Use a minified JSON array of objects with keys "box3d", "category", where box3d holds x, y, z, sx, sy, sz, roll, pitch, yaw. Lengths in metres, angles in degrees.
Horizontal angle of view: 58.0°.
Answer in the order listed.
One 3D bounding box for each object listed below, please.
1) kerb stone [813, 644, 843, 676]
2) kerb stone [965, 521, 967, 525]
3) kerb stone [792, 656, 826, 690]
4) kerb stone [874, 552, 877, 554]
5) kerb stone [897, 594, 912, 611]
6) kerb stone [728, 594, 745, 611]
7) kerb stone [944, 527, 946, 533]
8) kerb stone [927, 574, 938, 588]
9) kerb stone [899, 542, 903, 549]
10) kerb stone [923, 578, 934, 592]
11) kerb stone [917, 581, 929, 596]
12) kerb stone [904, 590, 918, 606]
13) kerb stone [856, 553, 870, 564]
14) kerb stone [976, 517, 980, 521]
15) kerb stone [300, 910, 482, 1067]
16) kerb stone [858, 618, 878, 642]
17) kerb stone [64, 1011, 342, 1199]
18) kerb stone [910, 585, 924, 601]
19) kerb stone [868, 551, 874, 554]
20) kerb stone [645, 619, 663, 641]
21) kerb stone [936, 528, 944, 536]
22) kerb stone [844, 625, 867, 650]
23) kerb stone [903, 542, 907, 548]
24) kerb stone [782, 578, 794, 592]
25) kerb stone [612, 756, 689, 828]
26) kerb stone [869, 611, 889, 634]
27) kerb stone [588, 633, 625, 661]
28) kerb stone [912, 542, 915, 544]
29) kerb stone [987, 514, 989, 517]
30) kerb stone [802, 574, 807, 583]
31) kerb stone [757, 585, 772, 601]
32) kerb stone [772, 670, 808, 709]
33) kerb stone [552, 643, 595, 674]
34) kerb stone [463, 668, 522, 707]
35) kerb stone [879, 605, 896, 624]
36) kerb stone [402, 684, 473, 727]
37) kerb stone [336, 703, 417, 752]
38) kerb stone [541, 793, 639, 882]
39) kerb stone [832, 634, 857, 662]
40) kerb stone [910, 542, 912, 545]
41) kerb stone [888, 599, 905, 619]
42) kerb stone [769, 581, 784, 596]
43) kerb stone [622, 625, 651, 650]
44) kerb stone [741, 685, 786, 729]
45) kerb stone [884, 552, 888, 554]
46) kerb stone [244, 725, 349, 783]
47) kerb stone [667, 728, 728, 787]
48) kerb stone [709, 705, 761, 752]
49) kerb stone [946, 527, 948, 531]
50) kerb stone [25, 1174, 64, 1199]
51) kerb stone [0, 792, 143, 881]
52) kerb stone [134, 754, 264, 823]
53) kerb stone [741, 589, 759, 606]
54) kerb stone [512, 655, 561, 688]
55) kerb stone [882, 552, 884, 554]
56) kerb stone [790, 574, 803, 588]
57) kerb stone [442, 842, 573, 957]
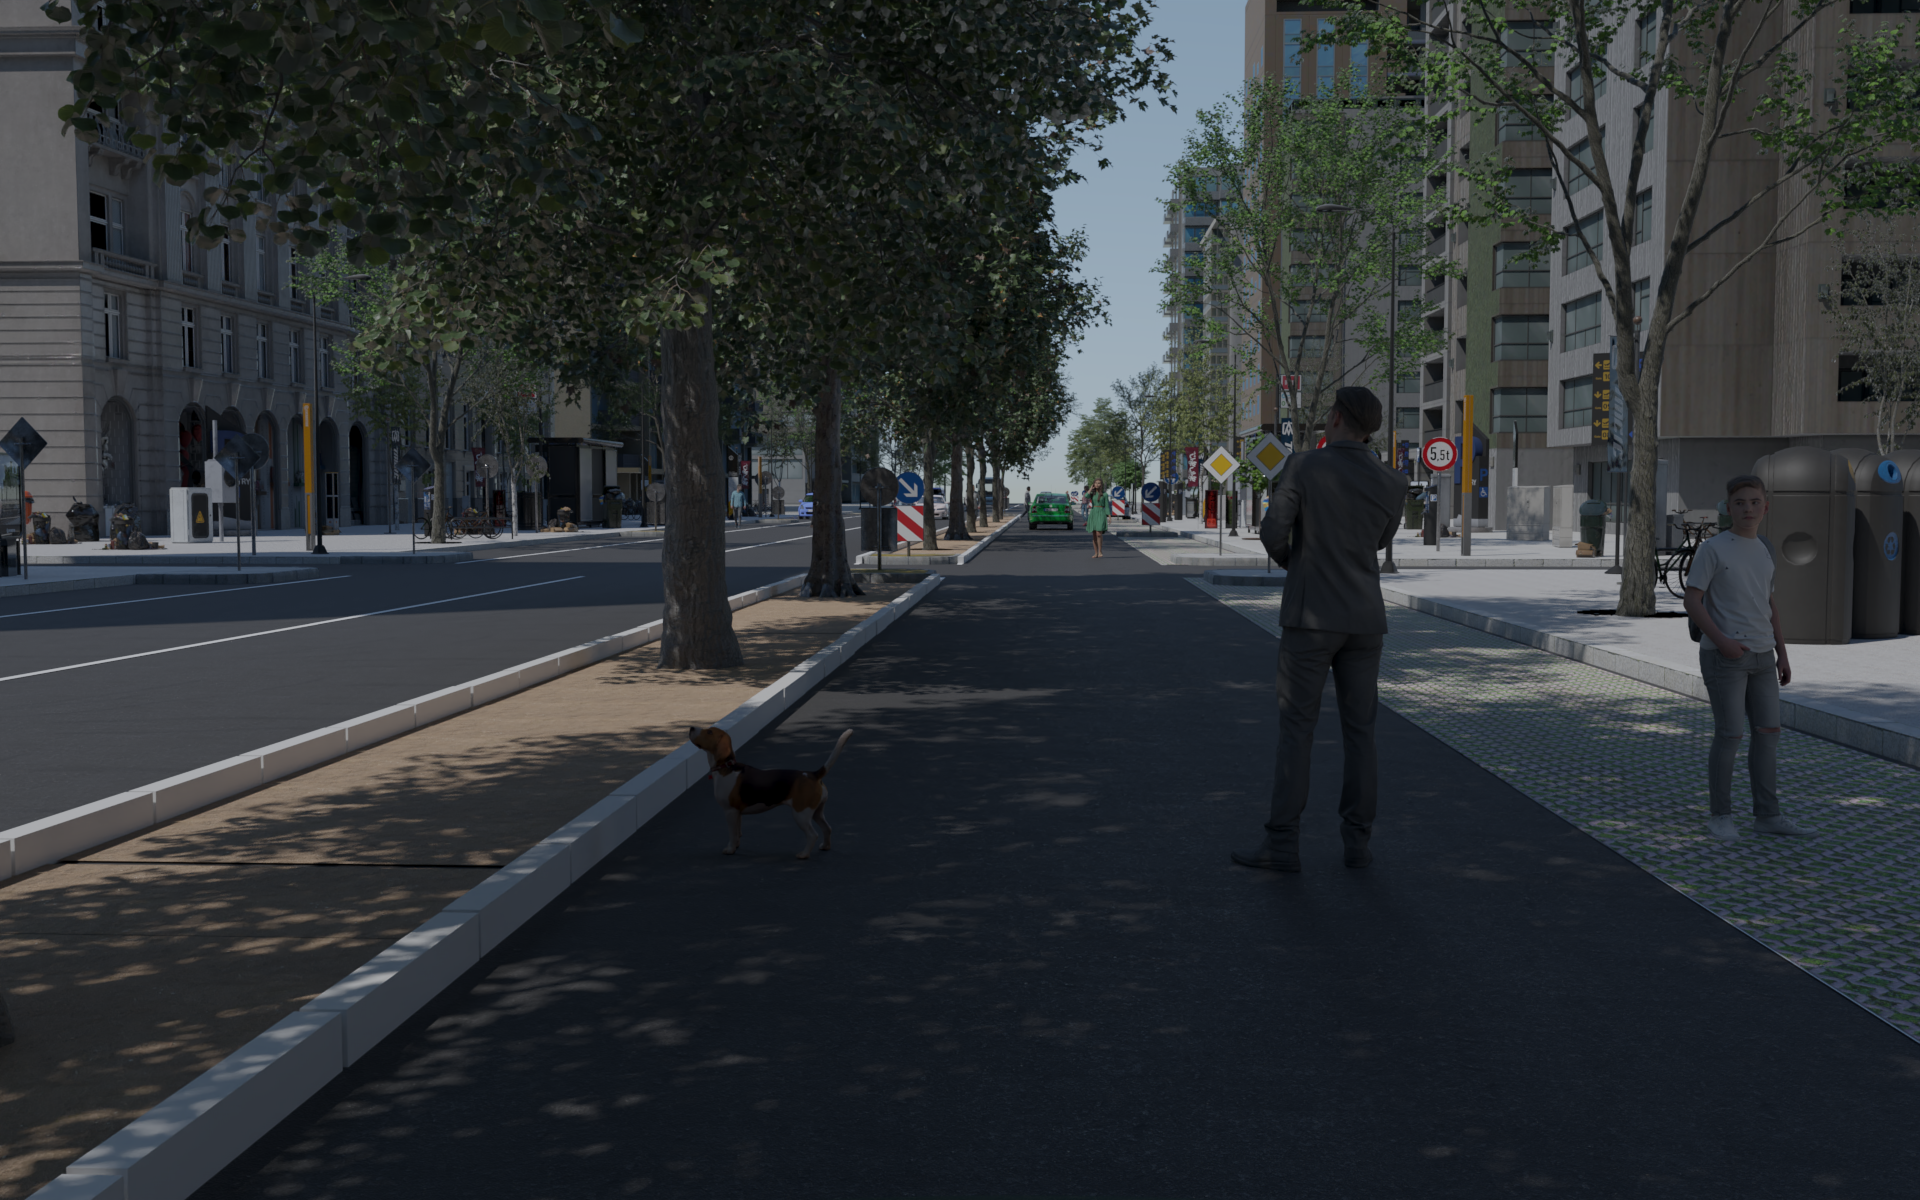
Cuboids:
[{"box3d":[-1.090,0.498,14.049,0.120,0.150,1.000,0,4,3],"category":"kerb stone"},{"box3d":[0.427,-3.798,84.289,0.120,0.150,1.000,0,4,3],"category":"kerb stone"},{"box3d":[-1.148,0.561,13.020,0.120,0.150,1.000,0,4,3],"category":"kerb stone"},{"box3d":[-1.951,-0.980,38.225,0.120,0.150,1.000,0,4,3],"category":"kerb stone"},{"box3d":[-0.722,0.061,21.202,0.120,0.150,1.000,0,4,3],"category":"kerb stone"},{"box3d":[-2.831,0.057,21.309,0.120,0.150,1.000,0,4,3],"category":"kerb stone"},{"box3d":[-0.687,-2.477,62.780,0.120,0.150,1.000,0,4,3],"category":"kerb stone"},{"box3d":[-0.462,-0.252,26.321,0.120,0.150,1.000,0,4,3],"category":"kerb stone"},{"box3d":[-1.633,-1.355,44.353,0.120,0.150,1.000,0,4,3],"category":"kerb stone"},{"box3d":[-0.513,-0.182,25.301,0.120,0.150,1.000,0,4,3],"category":"kerb stone"},{"box3d":[-0.570,-0.127,24.274,0.120,0.150,1.000,0,4,3],"category":"kerb stone"},{"box3d":[-0.667,0.001,22.223,0.120,0.150,1.000,0,4,3],"category":"kerb stone"},{"box3d":[-2.055,-0.855,36.182,0.120,0.150,1.000,0,4,3],"category":"kerb stone"},{"box3d":[1.113,-4.607,97.595,0.120,0.150,1.000,0,4,3],"category":"kerb stone"},{"box3d":[-1.564,1.065,4.825,0.120,0.150,1.000,0,4,3],"category":"kerb stone"},{"box3d":[-0.940,0.311,17.113,0.120,0.150,1.000,0,4,3],"category":"kerb stone"},{"box3d":[-1.620,1.127,3.804,0.120,0.150,1.000,0,4,3],"category":"kerb stone"},{"box3d":[-0.613,-0.065,23.252,0.120,0.150,1.000,0,4,3],"category":"kerb stone"},{"box3d":[-2.002,-0.918,37.205,0.120,0.150,1.000,0,4,3],"category":"kerb stone"},{"box3d":[-3.029,0.305,17.202,0.120,0.150,1.000,0,4,3],"category":"kerb stone"},{"box3d":[-0.737,-2.420,61.758,0.120,0.150,1.000,0,4,3],"category":"kerb stone"},{"box3d":[-0.997,0.373,16.092,0.120,0.150,1.000,0,4,3],"category":"kerb stone"},{"box3d":[-1.521,-1.480,46.396,0.120,0.150,1.000,0,4,3],"category":"kerb stone"},{"box3d":[-2.605,-0.192,25.406,0.120,0.150,1.000,0,4,3],"category":"kerb stone"},{"box3d":[-1.413,0.875,7.892,0.120,0.150,1.000,0,4,3],"category":"kerb stone"},{"box3d":[-0.877,0.248,18.133,0.120,0.150,1.000,0,4,3],"category":"kerb stone"},{"box3d":[-3.141,0.431,15.155,0.120,0.150,1.000,0,4,3],"category":"kerb stone"},{"box3d":[-1.423,-1.593,48.438,0.120,0.150,1.000,0,4,3],"category":"kerb stone"},{"box3d":[1.740,-5.358,109.878,0.120,0.150,1.000,0,4,3],"category":"kerb stone"},{"box3d":[-2.498,-0.319,27.449,0.120,0.150,1.000,0,4,3],"category":"kerb stone"},{"box3d":[-2.708,-0.070,23.356,0.120,0.150,1.000,0,4,3],"category":"kerb stone"},{"box3d":[-1.196,0.628,11.989,0.120,0.150,1.000,0,4,3],"category":"kerb stone"},{"box3d":[-3.189,0.493,14.134,0.120,0.150,1.000,0,4,3],"category":"kerb stone"},{"box3d":[-3.287,0.620,12.081,0.120,0.150,1.000,0,4,3],"category":"kerb stone"},{"box3d":[-0.835,0.187,19.155,0.120,0.150,1.000,0,4,3],"category":"kerb stone"},{"box3d":[-3.350,0.681,11.061,0.120,0.150,1.000,0,4,3],"category":"kerb stone"},{"box3d":[-3.404,0.747,10.039,0.120,0.150,1.000,0,4,3],"category":"kerb stone"},{"box3d":[-1.462,0.938,6.867,0.120,0.150,1.000,0,4,3],"category":"kerb stone"},{"box3d":[-1.034,0.438,15.070,0.120,0.150,1.000,0,4,3],"category":"kerb stone"},{"box3d":[-1.470,-1.541,47.417,0.120,0.150,1.000,0,4,3],"category":"kerb stone"},{"box3d":[-0.773,0.123,20.181,0.120,0.150,1.000,0,4,3],"category":"kerb stone"},{"box3d":[-2.654,-0.134,24.383,0.120,0.150,1.000,0,4,3],"category":"kerb stone"},{"box3d":[-3.089,0.375,16.181,0.120,0.150,1.000,0,4,3],"category":"kerb stone"},{"box3d":[-1.251,0.687,10.961,0.120,0.150,1.000,0,4,3],"category":"kerb stone"},{"box3d":[-1.839,-1.103,40.267,0.120,0.150,1.000,0,4,3],"category":"kerb stone"},{"box3d":[-3.454,0.807,9.006,0.120,0.150,1.000,0,4,3],"category":"kerb stone"},{"box3d":[-1.358,0.815,8.913,0.120,0.150,1.000,0,4,3],"category":"kerb stone"},{"box3d":[-1.299,0.750,9.934,0.120,0.150,1.000,0,4,3],"category":"kerb stone"},{"box3d":[-0.631,-2.542,63.800,0.120,0.150,1.000,0,4,3],"category":"kerb stone"},{"box3d":[-1.662,1.190,2.774,0.120,0.150,1.000,0,4,3],"category":"kerb stone"},{"box3d":[-3.557,0.932,6.956,0.120,0.150,1.000,0,4,3],"category":"kerb stone"},{"box3d":[-3.504,0.870,7.977,0.120,0.150,1.000,0,4,3],"category":"kerb stone"},{"box3d":[-2.771,-0.006,22.336,0.120,0.150,1.000,0,4,3],"category":"kerb stone"},{"box3d":[-3.240,0.556,13.104,0.120,0.150,1.000,0,4,3],"category":"kerb stone"},{"box3d":[-1.891,-1.040,39.246,0.120,0.150,1.000,0,4,3],"category":"kerb stone"},{"box3d":[-2.560,-0.259,26.429,0.120,0.150,1.000,0,4,3],"category":"kerb stone"},{"box3d":[-1.513,1.000,5.846,0.120,0.150,1.000,0,4,3],"category":"kerb stone"}]
